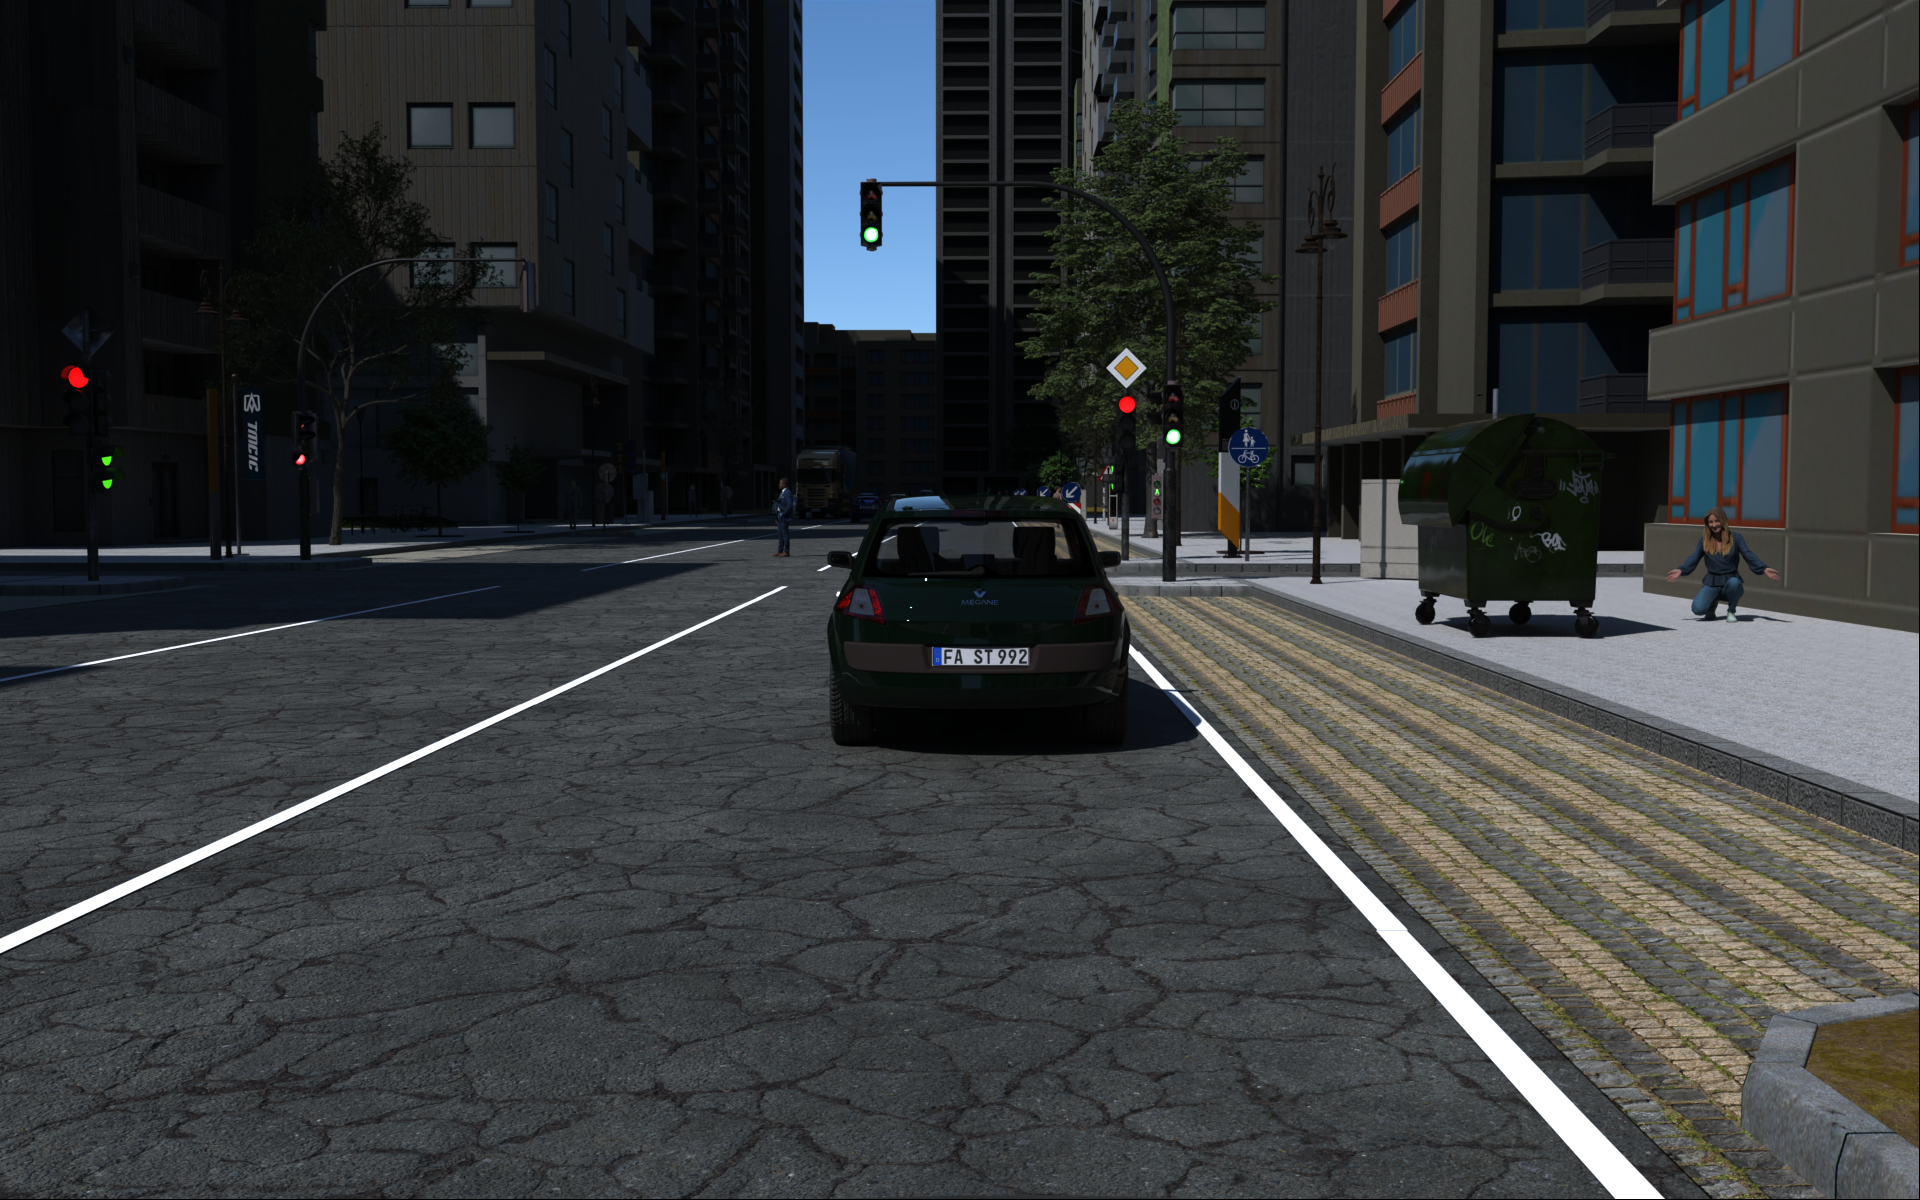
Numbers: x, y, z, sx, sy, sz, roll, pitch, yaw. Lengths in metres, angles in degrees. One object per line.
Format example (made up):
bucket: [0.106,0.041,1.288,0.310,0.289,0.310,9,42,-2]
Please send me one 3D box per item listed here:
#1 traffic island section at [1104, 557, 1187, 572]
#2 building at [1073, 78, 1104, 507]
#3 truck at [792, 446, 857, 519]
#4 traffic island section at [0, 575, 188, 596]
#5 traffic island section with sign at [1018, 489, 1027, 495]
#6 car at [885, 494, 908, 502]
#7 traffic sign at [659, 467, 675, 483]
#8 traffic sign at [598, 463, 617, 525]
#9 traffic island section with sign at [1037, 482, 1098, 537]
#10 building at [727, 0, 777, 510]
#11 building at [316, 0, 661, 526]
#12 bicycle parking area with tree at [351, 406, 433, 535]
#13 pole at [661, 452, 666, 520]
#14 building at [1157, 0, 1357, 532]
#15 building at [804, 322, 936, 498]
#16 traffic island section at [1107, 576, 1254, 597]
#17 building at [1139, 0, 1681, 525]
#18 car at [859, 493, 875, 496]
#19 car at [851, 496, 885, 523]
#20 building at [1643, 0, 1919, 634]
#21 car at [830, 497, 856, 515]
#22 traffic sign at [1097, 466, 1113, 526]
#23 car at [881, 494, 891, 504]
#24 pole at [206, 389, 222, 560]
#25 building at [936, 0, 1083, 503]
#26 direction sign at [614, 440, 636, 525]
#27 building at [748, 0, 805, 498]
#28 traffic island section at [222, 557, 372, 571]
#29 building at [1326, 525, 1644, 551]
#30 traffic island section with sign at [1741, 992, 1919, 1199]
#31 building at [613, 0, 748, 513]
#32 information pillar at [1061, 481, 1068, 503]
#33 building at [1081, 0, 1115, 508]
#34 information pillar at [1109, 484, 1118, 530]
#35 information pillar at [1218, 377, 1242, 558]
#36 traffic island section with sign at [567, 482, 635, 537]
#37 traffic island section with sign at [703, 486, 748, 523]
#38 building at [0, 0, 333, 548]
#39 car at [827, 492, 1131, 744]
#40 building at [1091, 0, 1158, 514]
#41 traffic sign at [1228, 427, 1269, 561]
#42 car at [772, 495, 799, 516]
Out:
traffic island section: [3.206,-0.680,33.404,2.009,0.180,2.903,0,4,1]
building: [18.332,-29.989,173.920,14.154,41.232,14.086,0,4,1]
truck: [-7.927,-6.967,102.828,2.839,4.237,11.283,0,4,3]
traffic island section: [-12.856,-0.207,25.670,2.009,0.180,2.903,0,4,1]
traffic island section with sign: [4.029,-4.732,85.989,1.989,1.847,2.006,0,4,1]
car: [-4.236,-6.762,120.783,2.015,1.641,3.980,0,4,1]
traffic sign: [-14.098,-5.109,83.267,0.795,2.593,0.064,0,4,8]
traffic sign: [-14.506,-4.352,71.258,0.768,2.556,0.104,0,4,5]
traffic island section with sign: [3.598,-3.026,58.106,1.989,1.847,2.006,0,4,1]
building: [-26.546,-43.363,147.238,20.563,71.187,20.611,0,4,1]
building: [-29.732,-30.018,80.040,28.713,52.752,27.495,0,4,1]
bicycle parking area with tree: [-22.137,-4.279,56.958,8.231,4.147,9.016,1,4,16]
pole: [-14.483,-5.543,84.464,0.158,3.312,0.155,0,3,0]
building: [14.177,-23.267,64.009,14.154,41.232,14.086,0,4,1]
building: [-17.005,-22.265,209.079,28.899,21.520,27.650,0,4,1]
traffic island section: [3.083,-0.192,25.420,2.009,0.180,2.903,0,4,1]
building: [21.727,-26.825,93.210,22.147,44.769,28.867,0,4,1]
car: [-7.537,-7.987,140.186,1.945,1.707,3.694,0,4,1]
car: [-4.571,-4.609,87.937,1.945,1.354,3.894,0,4,2]
building: [22.523,-9.927,7.343,27.650,21.520,28.899,0,4,1]
car: [-7.953,-6.560,119.050,2.131,1.459,4.920,0,3,0]
traffic sign: [6.021,-4.299,70.295,0.884,2.594,0.081,1,4,9]
car: [-7.283,-10.159,175.136,2.155,1.783,4.494,0,4,1]
pole: [-14.473,-2.431,33.595,0.158,3.312,0.155,0,3,0]
building: [7.698,-46.839,204.069,20.611,71.187,20.563,0,4,1]
direction sign: [-14.030,-4.931,72.619,0.876,3.537,0.379,-1,4,-14]
building: [-29.875,-38.453,170.703,28.212,58.520,21.231,0,4,1]
traffic island section: [-12.733,-0.696,33.654,2.009,0.180,2.903,0,4,1]
building: [24.198,-23.959,46.361,28.867,44.769,22.147,0,4,1]
traffic island section with sign: [2.746,0.319,3.407,1.989,1.847,2.006,0,4,1]
building: [-27.264,-28.655,123.140,22.147,44.769,28.867,0,4,1]
information pillar: [5.919,-5.713,97.902,0.304,2.012,0.304,-2,4,-25]
building: [24.833,-34.432,152.207,28.713,52.752,27.495,0,4,1]
information pillar: [5.556,-3.556,62.637,0.304,2.012,0.304,1,4,9]
information pillar: [5.393,-2.645,34.606,0.504,3.616,0.183,-2,4,-28]
traffic island section with sign: [-12.023,-3.035,58.250,1.989,1.847,2.006,0,4,1]
traffic island section with sign: [-11.598,-4.726,85.894,1.989,1.847,2.006,0,4,1]
building: [-25.969,-16.679,44.397,14.160,30.474,14.107,0,4,1]
car: [0.100,-0.094,11.323,2.009,1.686,4.222,0,4,0]
building: [21.639,-30.786,122.961,23.786,49.044,30.456,0,4,1]
traffic sign: [5.491,-2.013,33.025,0.768,2.556,0.104,0,4,3]
car: [-11.357,-6.267,114.835,2.083,1.381,4.827,0,4,1]
